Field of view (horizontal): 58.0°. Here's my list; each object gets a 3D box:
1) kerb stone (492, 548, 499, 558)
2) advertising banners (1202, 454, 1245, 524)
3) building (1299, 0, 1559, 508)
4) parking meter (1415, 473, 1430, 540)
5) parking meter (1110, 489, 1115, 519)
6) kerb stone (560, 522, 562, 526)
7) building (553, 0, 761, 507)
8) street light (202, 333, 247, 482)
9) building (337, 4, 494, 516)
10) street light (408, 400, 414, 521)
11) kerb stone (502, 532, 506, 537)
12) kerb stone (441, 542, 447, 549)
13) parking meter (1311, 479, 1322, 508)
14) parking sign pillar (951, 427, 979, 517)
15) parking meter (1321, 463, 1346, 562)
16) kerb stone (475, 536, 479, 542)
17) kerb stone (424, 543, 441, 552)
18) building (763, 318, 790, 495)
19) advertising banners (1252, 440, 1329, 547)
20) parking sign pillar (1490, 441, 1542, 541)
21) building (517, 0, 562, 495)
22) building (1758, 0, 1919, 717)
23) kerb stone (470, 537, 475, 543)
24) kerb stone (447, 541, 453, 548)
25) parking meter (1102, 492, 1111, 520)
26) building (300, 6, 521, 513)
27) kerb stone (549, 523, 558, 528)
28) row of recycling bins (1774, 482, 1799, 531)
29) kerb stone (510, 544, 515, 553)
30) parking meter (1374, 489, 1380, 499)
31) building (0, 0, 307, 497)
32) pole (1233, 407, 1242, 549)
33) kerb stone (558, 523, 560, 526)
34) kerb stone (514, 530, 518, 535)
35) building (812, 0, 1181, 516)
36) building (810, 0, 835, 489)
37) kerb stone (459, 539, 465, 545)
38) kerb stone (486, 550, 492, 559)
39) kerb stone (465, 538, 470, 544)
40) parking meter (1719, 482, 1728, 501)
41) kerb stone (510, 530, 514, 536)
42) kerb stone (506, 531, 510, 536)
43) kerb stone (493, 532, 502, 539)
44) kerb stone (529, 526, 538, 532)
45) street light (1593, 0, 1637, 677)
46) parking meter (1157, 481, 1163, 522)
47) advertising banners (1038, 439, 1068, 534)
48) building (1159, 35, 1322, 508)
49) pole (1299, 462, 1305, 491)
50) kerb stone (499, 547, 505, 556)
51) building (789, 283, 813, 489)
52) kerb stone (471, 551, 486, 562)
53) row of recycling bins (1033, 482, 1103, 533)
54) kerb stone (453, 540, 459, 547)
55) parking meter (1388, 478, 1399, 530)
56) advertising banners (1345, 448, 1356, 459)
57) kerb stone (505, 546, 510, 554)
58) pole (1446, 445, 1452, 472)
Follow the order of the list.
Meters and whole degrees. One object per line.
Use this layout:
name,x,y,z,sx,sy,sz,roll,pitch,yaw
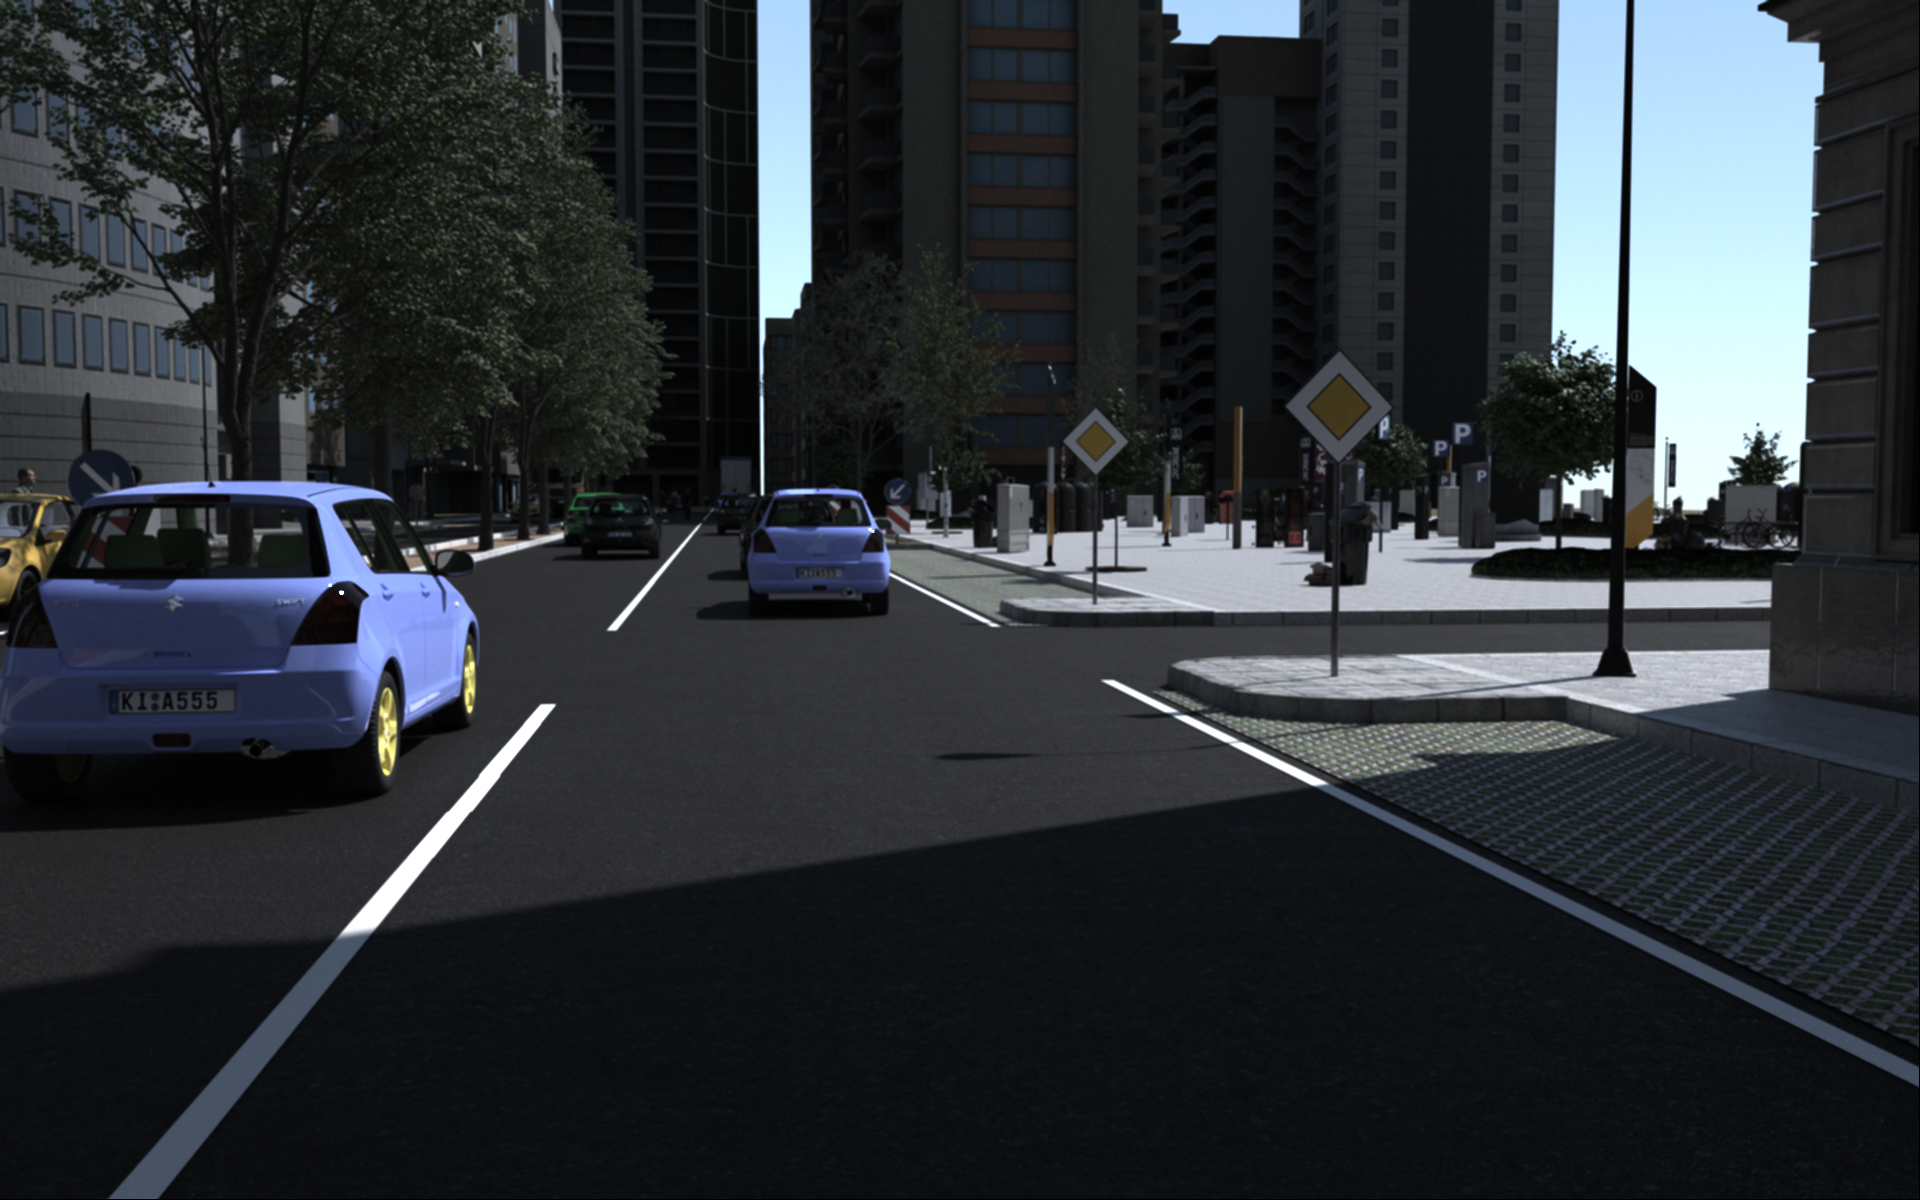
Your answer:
kerb stone,-10.631,-1.041,39.210,0.120,0.150,1.000,0,4,-8
advertising banners,11.383,-4.809,74.816,2.074,3.025,0.090,-1,4,-20
building,43.020,-44.562,166.843,20.611,71.187,20.563,0,4,-8
parking meter,13.063,-2.646,48.968,0.399,1.863,0.255,-3,5,-43
parking meter,7.908,-4.971,89.693,0.372,1.533,0.369,0,3,0
kerb stone,-17.784,-3.321,76.490,0.120,0.150,1.000,0,4,-8
building,-31.761,-45.629,184.286,20.611,71.187,20.563,0,4,-8
street light,-21.125,-4.724,49.773,1.470,5.913,1.316,0,4,-8
building,-43.570,-31.411,102.816,28.713,52.752,27.495,0,4,-8
street light,-25.416,-6.677,81.704,1.470,5.913,1.316,0,4,-8
kerb stone,-15.181,-2.138,57.153,0.120,0.150,1.000,0,4,-8
kerb stone,-13.533,-1.392,44.984,0.120,0.150,1.000,0,4,-8
parking meter,11.530,-3.066,55.834,0.255,1.863,0.399,-3,5,-44
parking sign pillar,0.202,-4.996,70.155,1.447,3.967,1.447,-3,4,-38
parking meter,7.073,-1.648,32.660,0.255,1.863,0.399,3,4,38
kerb stone,-14.351,-1.766,51.071,0.120,0.150,1.000,0,4,-8
kerb stone,-13.394,-1.332,43.970,0.120,0.150,1.000,0,4,-8
building,-7.084,-21.272,192.837,28.899,21.520,27.650,0,4,-8
advertising banners,8.053,-2.791,41.817,2.074,3.025,0.090,-1,4,-13
parking sign pillar,15.237,-3.612,47.536,1.447,3.967,1.447,1,4,16
building,-47.054,-32.477,154.698,21.600,48.544,21.300,0,4,-8
building,11.211,-8.432,2.494,10.561,19.102,19.286,0,4,-8
kerb stone,-14.212,-1.701,50.059,0.120,0.150,1.000,0,4,-8
kerb stone,-13.673,-1.452,45.996,0.120,0.150,1.000,0,4,-8
parking meter,7.347,-4.961,86.817,0.399,1.863,0.255,-2,4,-27
building,-39.611,-29.040,124.914,14.600,45.320,14.200,0,4,-8
kerb stone,-17.513,-3.196,74.451,0.120,0.150,1.000,0,4,-8
row of recycling bins,29.027,-3.214,59.669,1.069,1.692,3.534,-1,4,-19
kerb stone,-11.046,-1.227,42.255,0.120,0.150,1.000,0,4,-8
parking meter,21.000,-4.813,87.101,0.372,1.533,0.369,0,3,0
building,-34.215,-31.144,51.206,21.231,58.520,28.212,0,4,-8
pole,6.482,-2.850,40.444,0.158,3.312,0.155,0,3,0
kerb stone,-17.653,-3.250,75.468,0.120,0.150,1.000,0,4,-8
kerb stone,-15.585,-2.322,60.212,0.120,0.150,1.000,0,4,-8
building,1.746,-28.065,113.491,22.147,44.769,28.867,0,4,-8
building,-4.643,-27.607,134.970,14.154,41.232,14.086,0,4,-8
kerb stone,-13.945,-1.580,48.027,0.120,0.150,1.000,0,4,-8
kerb stone,-10.497,-0.964,38.194,0.120,0.150,1.000,0,4,-8
kerb stone,-14.081,-1.642,49.040,0.120,0.150,1.000,0,4,-8
parking meter,38.062,-4.932,86.351,0.399,1.863,0.255,2,4,33
kerb stone,-15.454,-2.263,59.198,0.120,0.150,1.000,0,4,-8
kerb stone,-15.314,-2.201,58.174,0.120,0.150,1.000,0,4,-8
kerb stone,-15.040,-2.076,56.141,0.120,0.150,1.000,0,4,-8
kerb stone,-16.552,-2.760,67.325,0.120,0.150,1.000,0,4,-8
street light,4.115,-2.417,12.058,1.470,5.913,1.316,0,4,-8
parking meter,9.344,-4.563,80.315,0.255,1.863,0.399,2,4,29
advertising banners,2.986,-3.630,55.541,0.090,3.025,2.074,-1,4,-23
building,25.445,-31.658,167.721,14.200,45.320,14.600,0,4,-8
pole,13.018,-4.408,65.915,0.158,3.312,0.155,0,3,0
kerb stone,-10.763,-1.103,40.223,0.120,0.150,1.000,0,4,-8
building,-0.910,-19.139,157.964,27.650,21.520,28.899,0,4,-8
kerb stone,-10.359,-0.911,37.174,0.120,0.150,1.000,0,4,-8
row of recycling bins,3.713,-3.148,58.587,1.069,1.692,3.534,3,4,38
kerb stone,-13.801,-1.518,47.010,0.120,0.150,1.000,0,4,-8
parking meter,15.601,-3.464,62.350,0.255,1.863,0.399,-1,4,-11
advertising banners,13.286,-4.068,62.694,2.074,3.025,0.090,0,4,5
kerb stone,-10.909,-1.165,41.242,0.120,0.150,1.000,0,4,-8
pole,20.305,-4.778,71.966,0.158,3.312,0.155,0,3,0
